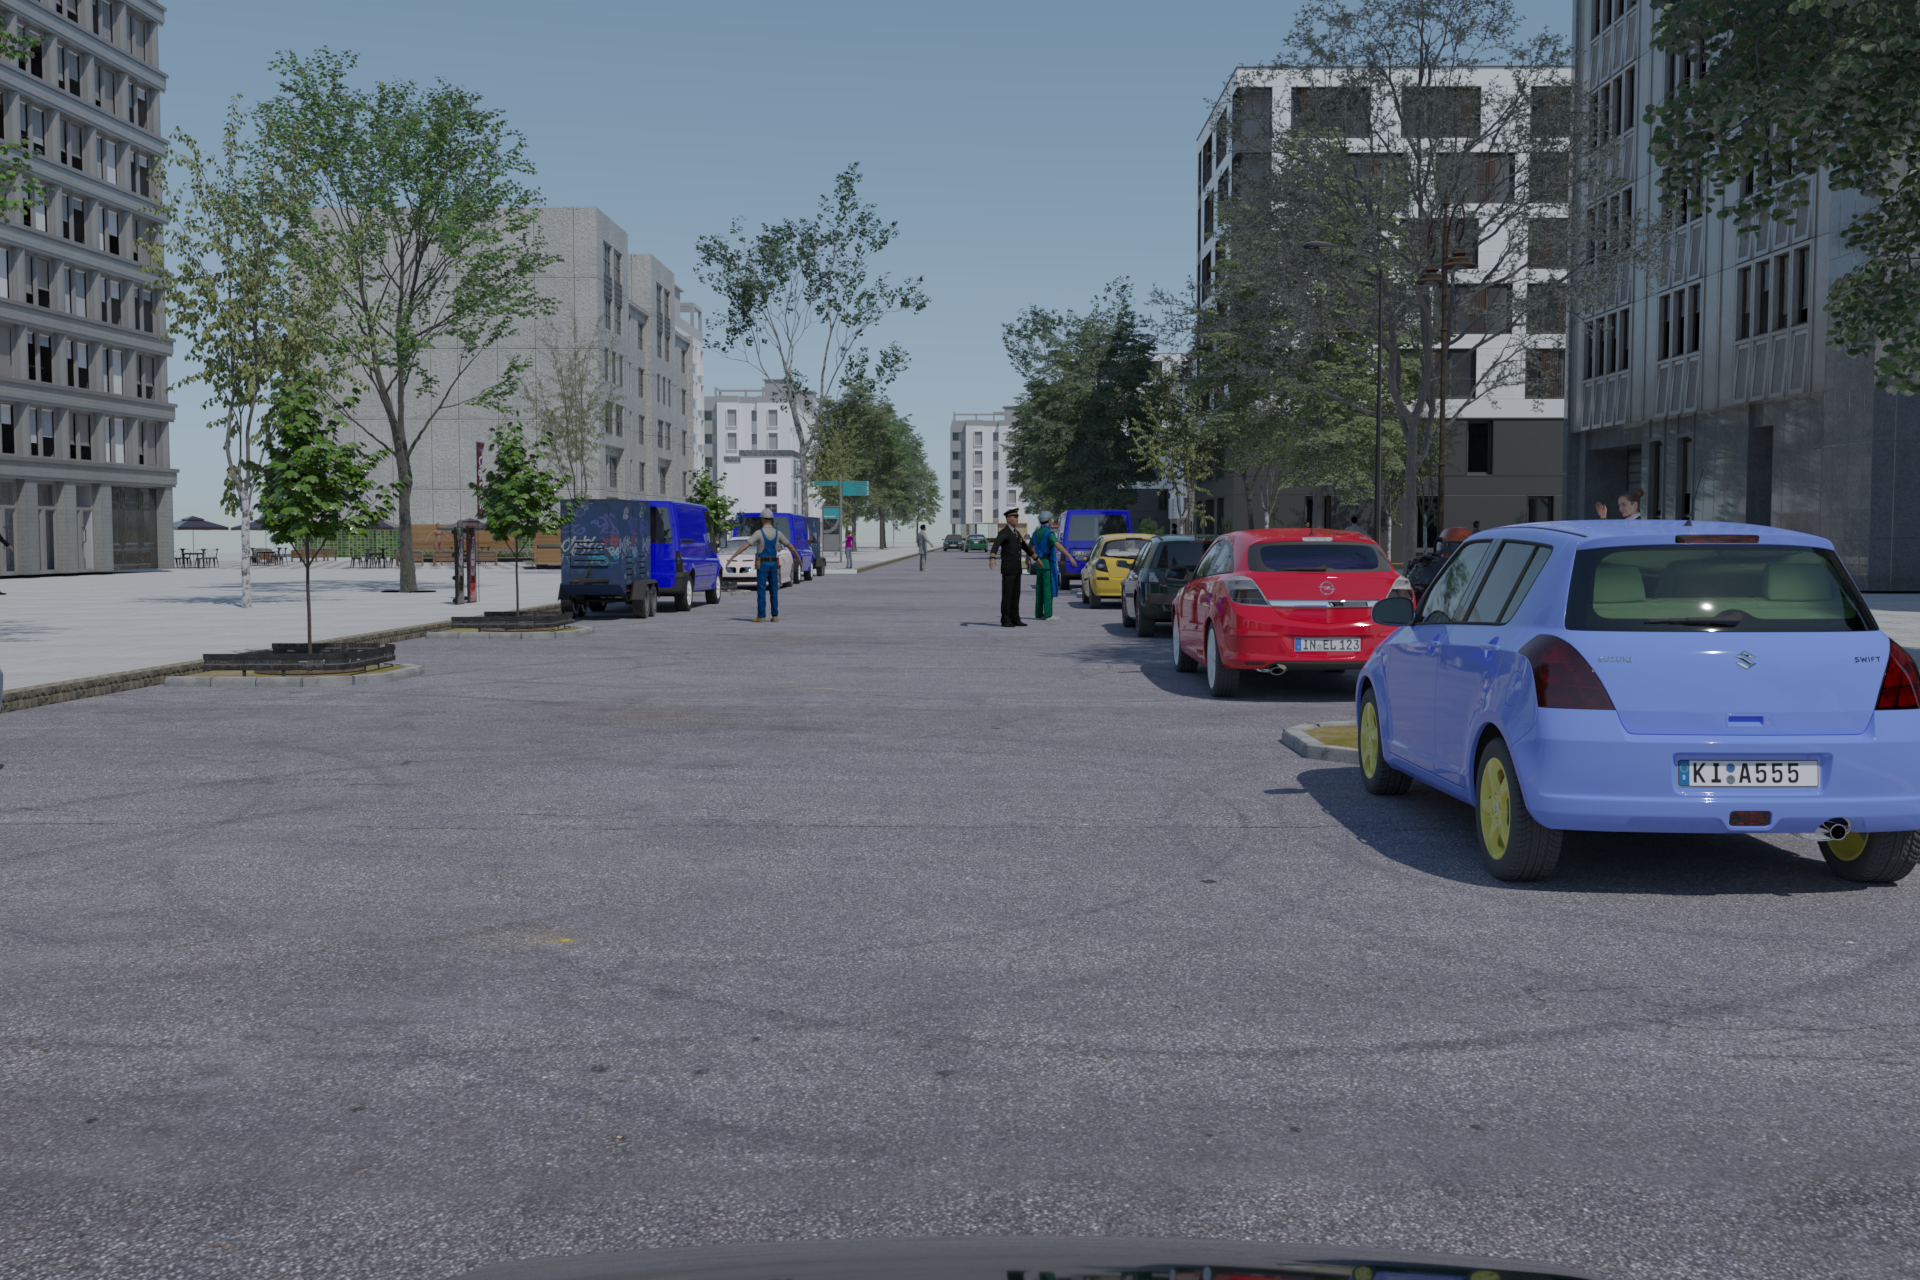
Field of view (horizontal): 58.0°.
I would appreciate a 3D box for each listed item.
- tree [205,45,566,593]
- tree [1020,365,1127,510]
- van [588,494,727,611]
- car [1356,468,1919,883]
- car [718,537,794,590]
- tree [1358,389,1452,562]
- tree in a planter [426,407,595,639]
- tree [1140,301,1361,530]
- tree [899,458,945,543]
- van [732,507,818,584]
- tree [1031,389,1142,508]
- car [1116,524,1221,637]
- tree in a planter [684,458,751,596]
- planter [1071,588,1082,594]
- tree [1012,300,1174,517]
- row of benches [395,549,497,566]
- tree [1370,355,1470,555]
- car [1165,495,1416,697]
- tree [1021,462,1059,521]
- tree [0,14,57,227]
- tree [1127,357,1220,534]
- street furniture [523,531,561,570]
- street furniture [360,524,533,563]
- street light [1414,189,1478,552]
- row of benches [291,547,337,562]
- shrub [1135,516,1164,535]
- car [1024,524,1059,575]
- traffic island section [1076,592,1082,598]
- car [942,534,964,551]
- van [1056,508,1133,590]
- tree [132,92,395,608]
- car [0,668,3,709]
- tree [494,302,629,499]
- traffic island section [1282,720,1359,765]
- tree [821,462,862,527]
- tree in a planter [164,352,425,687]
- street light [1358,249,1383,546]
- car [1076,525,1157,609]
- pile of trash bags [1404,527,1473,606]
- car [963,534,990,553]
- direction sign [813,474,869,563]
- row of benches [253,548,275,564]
[{"bbox_3d":[-12.252,-6.850,37.752,9.928,11.665,9.643,0,3,0],"label":"tree"},{"bbox_3d":[7.939,-12.098,115.924,7.486,12.596,7.792,0,3,0],"label":"tree"},{"bbox_3d":[-5.897,-1.795,33.733,2.240,2.365,5.245,0,4,1],"label":"van"},{"bbox_3d":[3.060,0.071,8.428,1.945,1.707,3.694,0,4,1],"label":"car"},{"bbox_3d":[-5.490,-2.034,45.610,2.083,1.381,4.827,0,4,1],"label":"car"},{"bbox_3d":[18.505,-7.532,73.511,4.737,8.622,4.395,0,3,0],"label":"tree"},{"bbox_3d":[-6.284,-1.668,24.496,1.991,3.239,1.994,0,4,1],"label":"tree in a planter"},{"bbox_3d":[10.914,-7.946,64.327,8.767,10.594,7.601,0,4,6],"label":"tree"},{"bbox_3d":[-5.885,-20.568,254.419,7.486,12.596,7.792,0,3,0],"label":"tree"},{"bbox_3d":[-5.489,-2.873,51.352,2.240,2.365,5.245,0,4,1],"label":"van"},{"bbox_3d":[7.763,-10.528,106.539,7.601,10.594,8.767,1,4,14],"label":"tree"},{"bbox_3d":[3.336,-0.958,25.448,2.009,1.686,4.222,0,4,1],"label":"car"},{"bbox_3d":[-6.003,-2.668,40.840,1.991,3.239,1.994,0,4,2],"label":"tree in a planter"},{"bbox_3d":[3.699,-1.281,42.090,1.991,0.319,1.994,0,4,2],"label":"planter"},{"bbox_3d":[7.406,-11.586,96.084,9.857,13.997,8.962,0,3,0],"label":"tree"},{"bbox_3d":[-20.835,-3.335,69.985,4.104,0.672,1.422,-1,4,-18],"label":"row of benches"},{"bbox_3d":[18.707,-7.237,68.687,4.360,8.622,3.978,0,3,0],"label":"tree"},{"bbox_3d":[3.109,-0.468,16.689,2.155,1.783,4.494,0,4,1],"label":"car"},{"bbox_3d":[8.865,-14.004,154.719,9.928,11.665,9.643,0,3,0],"label":"tree"},{"bbox_3d":[-12.218,-5.517,15.951,9.928,11.665,9.643,0,3,0],"label":"tree"},{"bbox_3d":[9.019,-7.374,70.928,4.737,8.622,4.395,0,3,0],"label":"tree"},{"bbox_3d":[-12.315,-3.667,66.814,9.812,1.723,11.010,-1,4,-15],"label":"street furniture"},{"bbox_3d":[-22.023,-4.514,80.651,11.010,1.723,9.812,-1,4,-20],"label":"street furniture"},{"bbox_3d":[6.609,-3.115,23.722,0.468,5.910,1.993,0,4,1],"label":"street light"},{"bbox_3d":[-30.298,-4.030,81.348,1.422,0.672,4.104,0,4,1],"label":"row of benches"},{"bbox_3d":[8.424,-4.511,77.802,1.661,2.075,1.752,0,3,0],"label":"shrub"},{"bbox_3d":[3.469,-3.292,62.504,2.281,1.827,5.304,0,4,1],"label":"car"},{"bbox_3d":[3.663,-1.014,39.437,1.991,0.108,1.994,0,4,1],"label":"traffic island section"},{"bbox_3d":[-0.527,-8.379,146.777,2.009,1.686,4.222,0,4,1],"label":"car"},{"bbox_3d":[3.526,-2.552,46.108,2.240,2.365,5.245,0,4,1],"label":"van"},{"bbox_3d":[-12.256,-4.874,30.055,4.737,8.622,4.395,0,3,0],"label":"tree"},{"bbox_3d":[-6.459,0.232,8.207,2.014,1.417,4.499,0,4,1],"label":"car"},{"bbox_3d":[-11.867,-6.376,54.615,4.360,8.622,3.978,0,3,0],"label":"tree"},{"bbox_3d":[3.206,0.693,11.538,1.991,0.108,1.994,0,4,0],"label":"traffic island section"},{"bbox_3d":[-18.235,-21.303,254.965,9.857,13.997,8.962,0,3,0],"label":"tree"},{"bbox_3d":[-6.466,-1.217,17.121,1.991,3.239,1.994,0,4,1],"label":"tree in a planter"},{"bbox_3d":[7.215,-3.367,27.594,1.470,5.913,1.316,0,4,1],"label":"street light"},{"bbox_3d":[3.344,-1.489,34.572,2.015,1.641,3.980,0,4,1],"label":"car"},{"bbox_3d":[6.254,-0.669,20.697,1.912,1.369,3.447,0,4,1],"label":"pile of trash bags"},{"bbox_3d":[1.280,-7.568,135.531,2.131,1.459,4.920,0,4,1],"label":"car"},{"bbox_3d":[-5.336,-5.469,78.173,2.525,3.948,1.411,0,4,0],"label":"direction sign"},{"bbox_3d":[-30.821,-3.741,76.621,1.422,0.672,4.104,-2,4,-25],"label":"row of benches"}]
